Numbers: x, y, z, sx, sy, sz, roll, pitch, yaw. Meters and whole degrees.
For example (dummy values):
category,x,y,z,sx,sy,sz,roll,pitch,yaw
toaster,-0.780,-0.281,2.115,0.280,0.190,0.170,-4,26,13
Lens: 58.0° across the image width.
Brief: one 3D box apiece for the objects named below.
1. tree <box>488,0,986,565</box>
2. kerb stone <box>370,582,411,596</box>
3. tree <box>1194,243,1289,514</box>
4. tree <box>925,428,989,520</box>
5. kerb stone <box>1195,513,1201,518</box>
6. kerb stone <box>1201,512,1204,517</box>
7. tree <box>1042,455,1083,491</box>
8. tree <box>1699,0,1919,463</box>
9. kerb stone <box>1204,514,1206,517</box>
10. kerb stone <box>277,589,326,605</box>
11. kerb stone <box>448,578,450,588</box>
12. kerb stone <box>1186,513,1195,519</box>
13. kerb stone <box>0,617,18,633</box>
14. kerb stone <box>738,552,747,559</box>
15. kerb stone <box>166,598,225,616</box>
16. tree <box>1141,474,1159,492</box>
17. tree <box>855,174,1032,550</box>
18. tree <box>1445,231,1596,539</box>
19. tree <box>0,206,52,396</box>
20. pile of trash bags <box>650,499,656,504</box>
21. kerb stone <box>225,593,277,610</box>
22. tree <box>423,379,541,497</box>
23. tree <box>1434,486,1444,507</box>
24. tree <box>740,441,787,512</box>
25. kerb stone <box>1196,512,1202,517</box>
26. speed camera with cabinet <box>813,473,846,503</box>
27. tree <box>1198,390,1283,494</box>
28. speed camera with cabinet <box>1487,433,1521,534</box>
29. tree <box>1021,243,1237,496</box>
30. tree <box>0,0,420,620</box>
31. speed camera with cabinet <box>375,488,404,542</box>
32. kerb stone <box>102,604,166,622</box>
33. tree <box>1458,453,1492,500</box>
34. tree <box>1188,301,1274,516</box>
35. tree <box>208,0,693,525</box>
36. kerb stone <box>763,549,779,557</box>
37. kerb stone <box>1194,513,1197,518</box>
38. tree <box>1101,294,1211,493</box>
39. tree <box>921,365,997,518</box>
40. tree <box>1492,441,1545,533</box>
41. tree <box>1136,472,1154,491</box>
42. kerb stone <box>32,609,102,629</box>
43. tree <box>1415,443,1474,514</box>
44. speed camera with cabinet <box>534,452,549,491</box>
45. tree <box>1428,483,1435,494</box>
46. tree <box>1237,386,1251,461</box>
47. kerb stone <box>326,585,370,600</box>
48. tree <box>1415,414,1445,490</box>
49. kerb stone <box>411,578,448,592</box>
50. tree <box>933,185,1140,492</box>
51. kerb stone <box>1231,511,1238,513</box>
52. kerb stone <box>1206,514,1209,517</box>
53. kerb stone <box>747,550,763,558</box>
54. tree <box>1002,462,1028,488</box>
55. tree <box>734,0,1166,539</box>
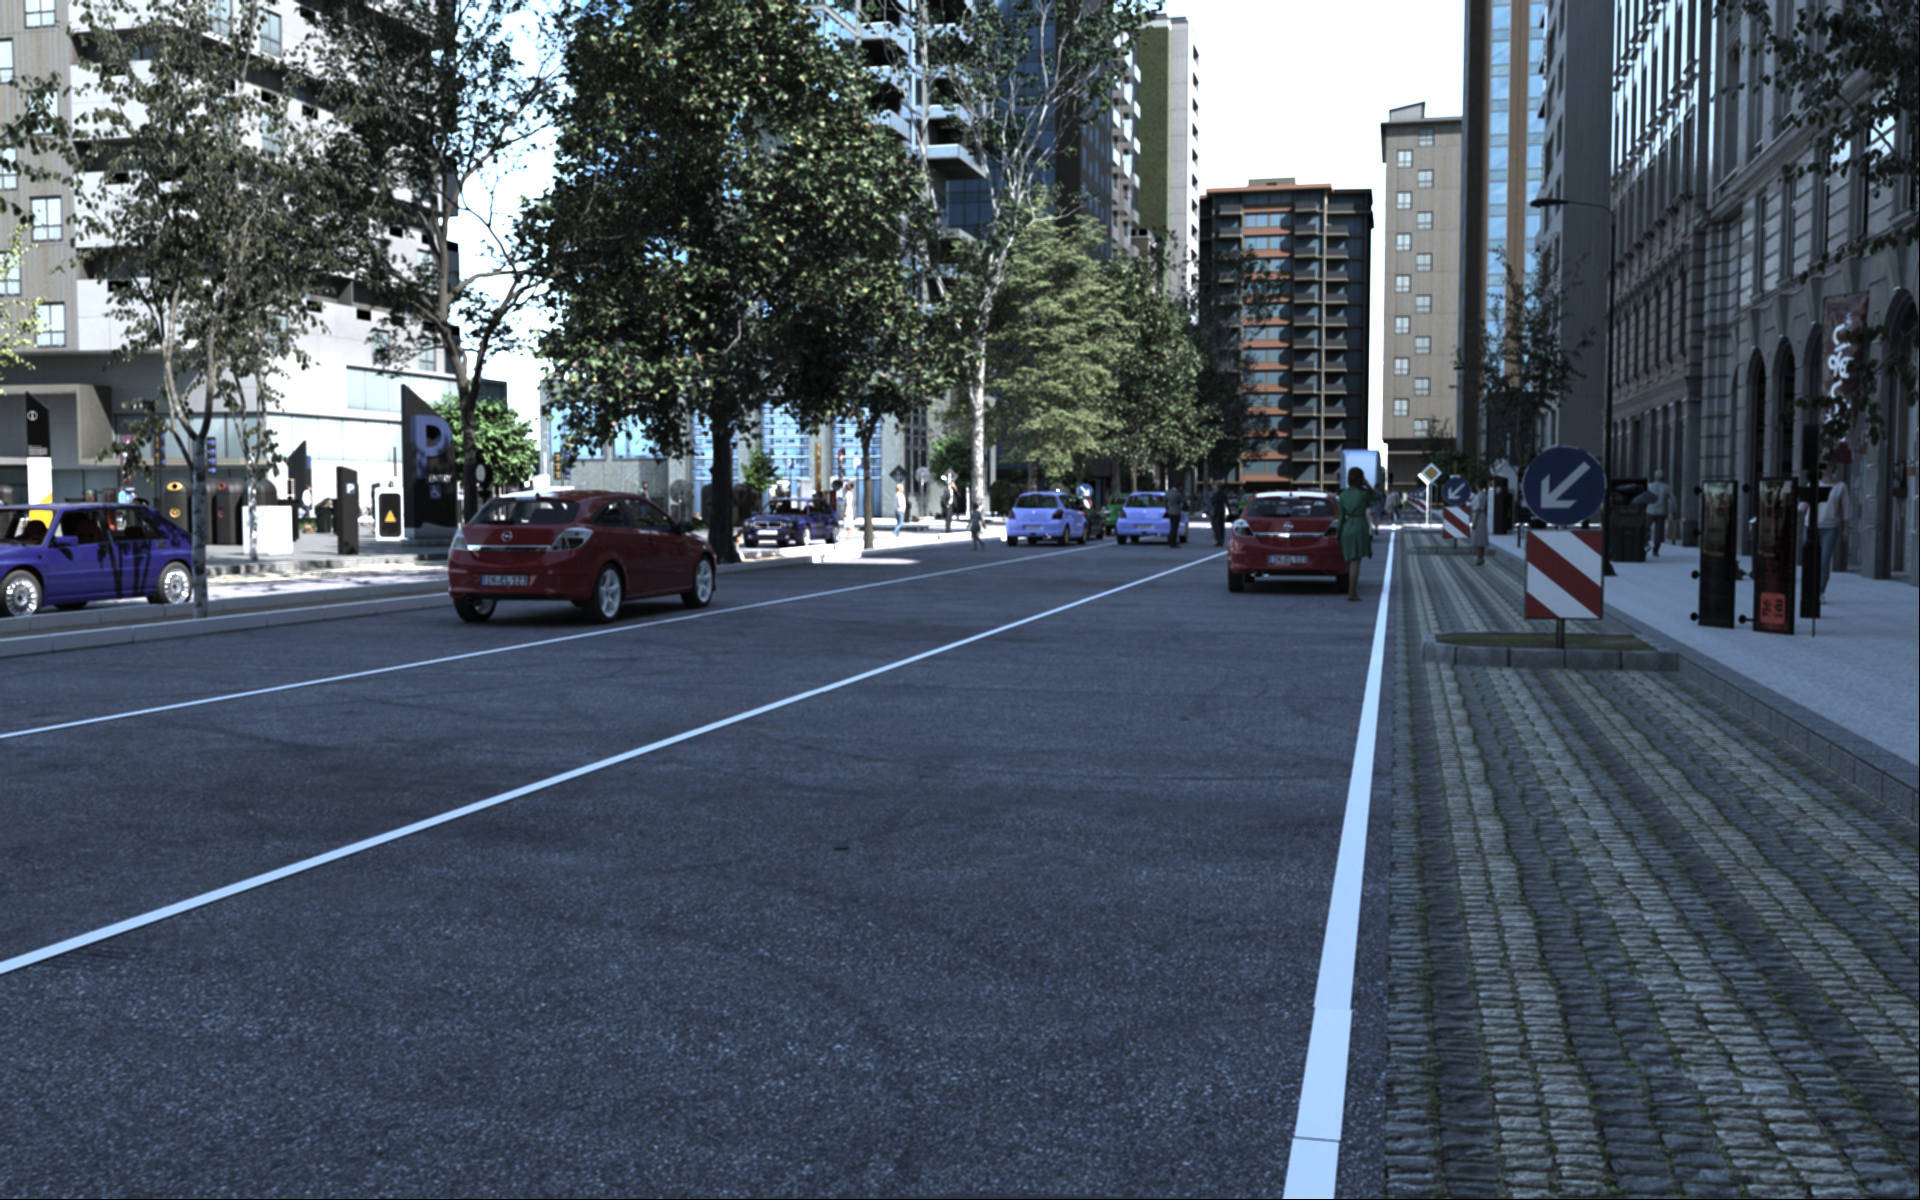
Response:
category,x,y,z,sx,sy,sz,roll,pitch,yaw
tree,-4.613,-6.973,33.474,9.611,12.733,9.660,0,3,0
kerb stone,-8.186,-0.151,24.662,0.120,0.150,1.000,1,4,14
tree,16.243,-16.112,121.770,12.611,20.169,13.585,0,3,0
tree,-0.167,-6.249,85.884,4.285,4.588,4.351,0,3,0
kerb stone,14.349,-5.078,105.218,0.120,0.150,1.000,1,4,14
kerb stone,14.853,-5.200,107.213,0.120,0.150,1.000,1,4,14
tree,6.857,-8.034,115.075,4.285,4.588,4.351,0,3,0
tree,7.549,-3.781,12.182,4.360,8.622,3.978,0,3,0
kerb stone,15.096,-5.258,108.207,0.120,0.150,1.000,1,4,14
kerb stone,-8.685,-0.029,22.680,0.120,0.150,1.000,1,4,14
kerb stone,-7.688,-0.272,26.646,0.120,0.150,1.000,1,4,14
kerb stone,13.590,-4.891,102.243,0.120,0.150,1.000,1,4,14
kerb stone,-9.943,0.280,17.698,0.120,0.150,1.000,1,4,14
kerb stone,-4.920,-0.940,37.558,0.120,0.150,1.000,1,4,14
kerb stone,-9.189,0.103,20.676,0.120,0.150,1.000,1,4,14
tree,16.754,-9.717,153.466,1.663,3.219,1.824,0,3,0
tree,-2.159,-6.501,43.163,8.767,10.594,7.601,1,4,14
tree,16.084,-6.062,49.475,4.360,8.622,3.978,0,3,0
tree,-20.376,-5.118,34.037,4.737,8.622,4.395,0,3,0
pile of trash bags,-25.770,-8.043,141.248,1.912,1.369,3.447,-2,4,-30
kerb stone,-8.943,0.034,21.679,0.120,0.150,1.000,1,4,14
tree,-14.104,-4.037,49.720,4.285,4.588,4.351,0,3,0
tree,35.790,-8.008,125.533,1.663,3.219,1.824,0,3,0
tree,-6.960,-4.077,61.264,1.663,3.219,1.824,0,3,0
kerb stone,14.595,-5.139,106.210,0.120,0.150,1.000,1,4,14
speed camera with cabinet,-6.779,-5.679,87.191,2.038,3.252,0.660,1,4,14
tree,20.526,-11.955,132.339,8.767,10.594,7.601,1,4,14
speed camera with cabinet,17.634,-3.761,55.835,0.660,3.252,2.038,2,4,35
tree,7.121,-9.742,78.748,9.611,12.733,9.660,0,3,0
tree,-8.255,-4.042,18.914,4.360,8.622,3.978,0,3,0
speed camera with cabinet,-14.711,-3.200,46.660,2.038,3.252,0.660,1,4,9
kerb stone,-9.446,0.154,19.680,0.120,0.150,1.000,1,4,14
tree,25.522,-5.560,85.514,1.663,3.219,1.824,0,3,0
tree,14.739,-12.034,109.577,12.009,13.543,11.850,0,3,0
tree,-6.912,-5.388,24.969,8.767,10.594,7.601,1,4,14
kerb stone,-4.425,-1.061,39.550,0.120,0.150,1.000,1,4,14
kerb stone,13.840,-4.955,103.234,0.120,0.150,1.000,1,4,14
tree,8.945,-9.802,88.481,9.928,11.665,9.643,0,3,0
tree,0.265,-8.678,92.248,4.360,8.622,3.978,0,3,0
tree,19.143,-3.873,57.930,1.663,3.219,1.824,0,3,0
tree,15.290,-12.234,150.381,4.737,8.622,4.395,0,3,0
kerb stone,-9.697,0.214,18.689,0.120,0.150,1.000,1,4,14
tree,31.533,-7.793,111.129,4.285,4.588,4.351,0,3,0
speed camera with cabinet,-19.801,-5.415,82.866,0.660,3.252,2.038,0,4,5
tree,55.617,-12.754,203.129,1.663,3.219,1.824,0,3,0
tree,11.645,-10.990,99.149,9.611,12.733,9.660,0,3,0
kerb stone,-8.434,-0.090,23.671,0.120,0.150,1.000,1,4,14
tree,43.266,-12.621,156.723,4.360,8.622,3.978,0,3,0
kerb stone,-7.937,-0.202,25.655,0.120,0.150,1.000,1,4,14
tree,2.640,-8.731,63.331,7.486,12.596,7.792,0,3,0
kerb stone,20.631,-6.599,130.081,0.120,0.150,1.000,1,4,14
kerb stone,15.609,-5.378,110.202,0.120,0.150,1.000,1,4,14
kerb stone,-4.674,-1.001,38.559,0.120,0.150,1.000,1,4,14
tree,3.522,-6.719,104.452,1.663,3.219,1.824,0,3,0
tree,-0.438,-11.932,53.427,12.611,20.169,13.585,0,3,0
